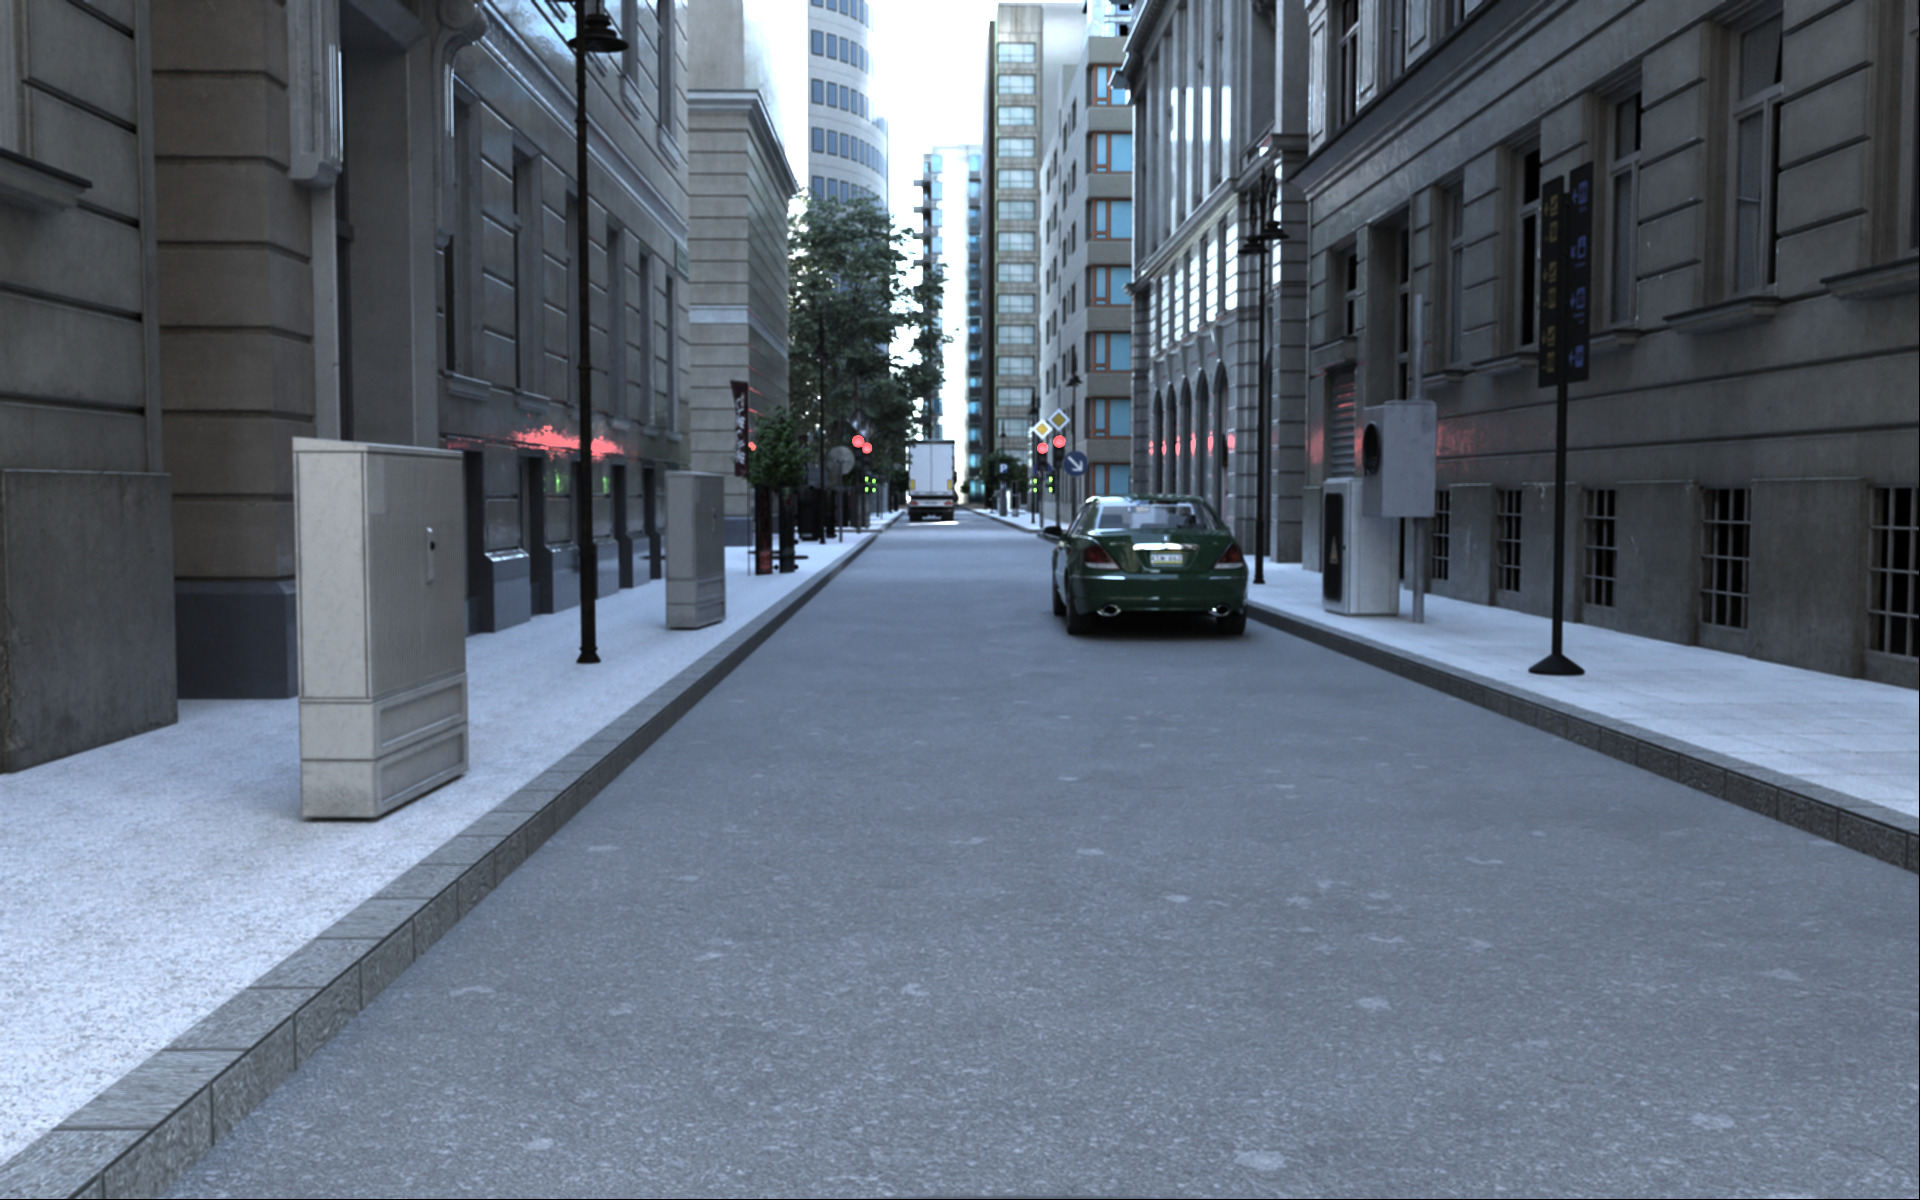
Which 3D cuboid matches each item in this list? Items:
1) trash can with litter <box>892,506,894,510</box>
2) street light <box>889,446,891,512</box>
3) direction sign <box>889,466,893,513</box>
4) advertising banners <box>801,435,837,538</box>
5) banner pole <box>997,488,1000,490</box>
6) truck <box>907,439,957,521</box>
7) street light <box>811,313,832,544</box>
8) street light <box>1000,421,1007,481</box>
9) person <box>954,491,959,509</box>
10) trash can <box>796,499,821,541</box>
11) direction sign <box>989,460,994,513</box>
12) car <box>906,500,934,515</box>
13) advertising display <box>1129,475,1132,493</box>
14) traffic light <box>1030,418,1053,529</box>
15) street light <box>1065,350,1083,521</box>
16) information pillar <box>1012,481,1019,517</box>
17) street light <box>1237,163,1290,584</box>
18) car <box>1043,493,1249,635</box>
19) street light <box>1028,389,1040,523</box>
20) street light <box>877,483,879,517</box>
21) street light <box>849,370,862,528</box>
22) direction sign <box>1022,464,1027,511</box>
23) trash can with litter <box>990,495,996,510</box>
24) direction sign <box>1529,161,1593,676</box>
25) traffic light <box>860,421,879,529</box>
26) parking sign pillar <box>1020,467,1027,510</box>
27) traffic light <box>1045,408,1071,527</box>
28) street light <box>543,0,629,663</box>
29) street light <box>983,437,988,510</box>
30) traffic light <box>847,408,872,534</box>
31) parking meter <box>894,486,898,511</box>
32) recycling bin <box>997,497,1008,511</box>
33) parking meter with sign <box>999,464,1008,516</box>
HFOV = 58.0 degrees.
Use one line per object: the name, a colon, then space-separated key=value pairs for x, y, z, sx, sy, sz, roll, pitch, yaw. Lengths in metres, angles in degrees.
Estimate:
trash can with litter: x=-5.671 y=-7.806 z=139.008 sx=1.055 sy=1.170 sz=0.624 roll=-1 pitch=4 yaw=-13
street light: x=-5.102 y=-9.418 z=126.772 sx=0.468 sy=5.910 sz=1.993 roll=0 pitch=4 yaw=-1
direction sign: x=-4.640 y=-7.611 z=116.444 sx=0.379 sy=3.537 sz=0.876 roll=0 pitch=4 yaw=-3
advertising banners: x=-4.204 y=-3.345 z=50.882 sx=0.090 sy=3.025 sz=2.074 roll=-3 pitch=4 yaw=-36
banner pole: x=3.204 y=-8.859 z=134.865 sx=0.863 sy=3.779 sz=0.401 roll=2 pitch=4 yaw=30
truck: x=-1.530 y=-6.438 z=94.179 sx=2.839 sy=4.237 sz=11.283 roll=0 pitch=4 yaw=-1
street light: x=-3.540 y=-4.383 z=44.445 sx=0.468 sy=5.910 sz=1.993 roll=0 pitch=4 yaw=-1
street light: x=2.654 y=-8.214 z=107.078 sx=0.468 sy=5.910 sz=1.993 roll=0 pitch=4 yaw=-1
person: x=-0.347 y=-9.512 z=164.547 sx=0.617 sy=1.759 sz=0.750 roll=-1 pitch=4 yaw=-16
trash can: x=-4.119 y=-2.194 z=47.527 sx=0.748 sy=1.137 sz=0.748 roll=0 pitch=3 yaw=0
direction sign: x=2.133 y=-7.624 z=116.642 sx=0.379 sy=3.537 sz=0.876 roll=1 pitch=4 yaw=22
car: x=-2.663 y=-6.462 z=117.657 sx=2.014 sy=1.417 sz=4.499 roll=0 pitch=4 yaw=-3
advertising display: x=6.074 y=-3.182 z=57.236 sx=0.974 sy=1.923 sz=0.123 roll=1 pitch=4 yaw=14
traffic light: x=3.031 y=-4.615 z=64.380 sx=0.839 sy=4.253 sz=0.868 roll=0 pitch=4 yaw=-1
street light: x=3.676 y=-5.083 z=55.892 sx=0.468 sy=5.910 sz=1.993 roll=0 pitch=4 yaw=-1
information pillar: x=3.123 y=-5.706 z=97.777 sx=0.304 sy=2.012 sz=0.304 roll=2 pitch=4 yaw=28
street light: x=4.288 y=-3.173 z=24.660 sx=0.468 sy=5.910 sz=1.993 roll=0 pitch=4 yaw=-1
car: x=2.006 y=-0.445 z=19.080 sx=2.131 sy=1.459 sz=4.920 roll=0 pitch=4 yaw=0
street light: x=3.219 y=-6.316 z=76.059 sx=0.468 sy=5.910 sz=1.993 roll=0 pitch=4 yaw=-1
street light: x=-4.542 y=-7.521 z=95.752 sx=0.468 sy=5.910 sz=1.993 roll=0 pitch=4 yaw=-1
street light: x=-3.865 y=-5.608 z=64.471 sx=0.468 sy=5.910 sz=1.993 roll=0 pitch=4 yaw=-1
direction sign: x=5.087 y=-8.490 z=130.806 sx=0.876 sy=3.537 sz=0.379 roll=0 pitch=4 yaw=4
trash can with litter: x=2.878 y=-7.734 z=137.844 sx=0.624 sy=1.170 sz=1.055 roll=3 pitch=5 yaw=39
direction sign: x=4.279 y=-1.243 z=12.316 sx=0.379 sy=3.537 sz=0.876 roll=0 pitch=4 yaw=-2
traffic light: x=-3.429 y=-4.606 z=64.236 sx=0.839 sy=4.253 sz=0.868 roll=0 pitch=4 yaw=-1
parking sign pillar: x=5.453 y=-9.081 z=136.945 sx=1.447 sy=3.967 sz=1.447 roll=2 pitch=4 yaw=29
traffic light: x=3.190 y=-4.127 z=56.397 sx=0.839 sy=4.253 sz=0.868 roll=0 pitch=4 yaw=-1
street light: x=-2.830 y=-2.461 z=13.024 sx=0.468 sy=5.910 sz=1.993 roll=0 pitch=4 yaw=-1
street light: x=2.030 y=-10.165 z=138.978 sx=0.468 sy=5.910 sz=1.993 roll=0 pitch=4 yaw=-1
traffic light: x=-3.270 y=-4.118 z=56.252 sx=0.839 sy=4.253 sz=0.868 roll=0 pitch=4 yaw=-1
parking meter: x=-4.779 y=-7.561 z=129.328 sx=0.255 sy=1.863 sz=0.399 roll=1 pitch=4 yaw=16
recycling bin: x=3.154 y=-7.108 z=128.767 sx=0.722 sy=1.027 sz=0.722 roll=0 pitch=4 yaw=-6
parking meter with sign: x=2.513 y=-6.332 z=99.787 sx=0.543 sy=3.016 sz=1.738 roll=0 pitch=4 yaw=2
